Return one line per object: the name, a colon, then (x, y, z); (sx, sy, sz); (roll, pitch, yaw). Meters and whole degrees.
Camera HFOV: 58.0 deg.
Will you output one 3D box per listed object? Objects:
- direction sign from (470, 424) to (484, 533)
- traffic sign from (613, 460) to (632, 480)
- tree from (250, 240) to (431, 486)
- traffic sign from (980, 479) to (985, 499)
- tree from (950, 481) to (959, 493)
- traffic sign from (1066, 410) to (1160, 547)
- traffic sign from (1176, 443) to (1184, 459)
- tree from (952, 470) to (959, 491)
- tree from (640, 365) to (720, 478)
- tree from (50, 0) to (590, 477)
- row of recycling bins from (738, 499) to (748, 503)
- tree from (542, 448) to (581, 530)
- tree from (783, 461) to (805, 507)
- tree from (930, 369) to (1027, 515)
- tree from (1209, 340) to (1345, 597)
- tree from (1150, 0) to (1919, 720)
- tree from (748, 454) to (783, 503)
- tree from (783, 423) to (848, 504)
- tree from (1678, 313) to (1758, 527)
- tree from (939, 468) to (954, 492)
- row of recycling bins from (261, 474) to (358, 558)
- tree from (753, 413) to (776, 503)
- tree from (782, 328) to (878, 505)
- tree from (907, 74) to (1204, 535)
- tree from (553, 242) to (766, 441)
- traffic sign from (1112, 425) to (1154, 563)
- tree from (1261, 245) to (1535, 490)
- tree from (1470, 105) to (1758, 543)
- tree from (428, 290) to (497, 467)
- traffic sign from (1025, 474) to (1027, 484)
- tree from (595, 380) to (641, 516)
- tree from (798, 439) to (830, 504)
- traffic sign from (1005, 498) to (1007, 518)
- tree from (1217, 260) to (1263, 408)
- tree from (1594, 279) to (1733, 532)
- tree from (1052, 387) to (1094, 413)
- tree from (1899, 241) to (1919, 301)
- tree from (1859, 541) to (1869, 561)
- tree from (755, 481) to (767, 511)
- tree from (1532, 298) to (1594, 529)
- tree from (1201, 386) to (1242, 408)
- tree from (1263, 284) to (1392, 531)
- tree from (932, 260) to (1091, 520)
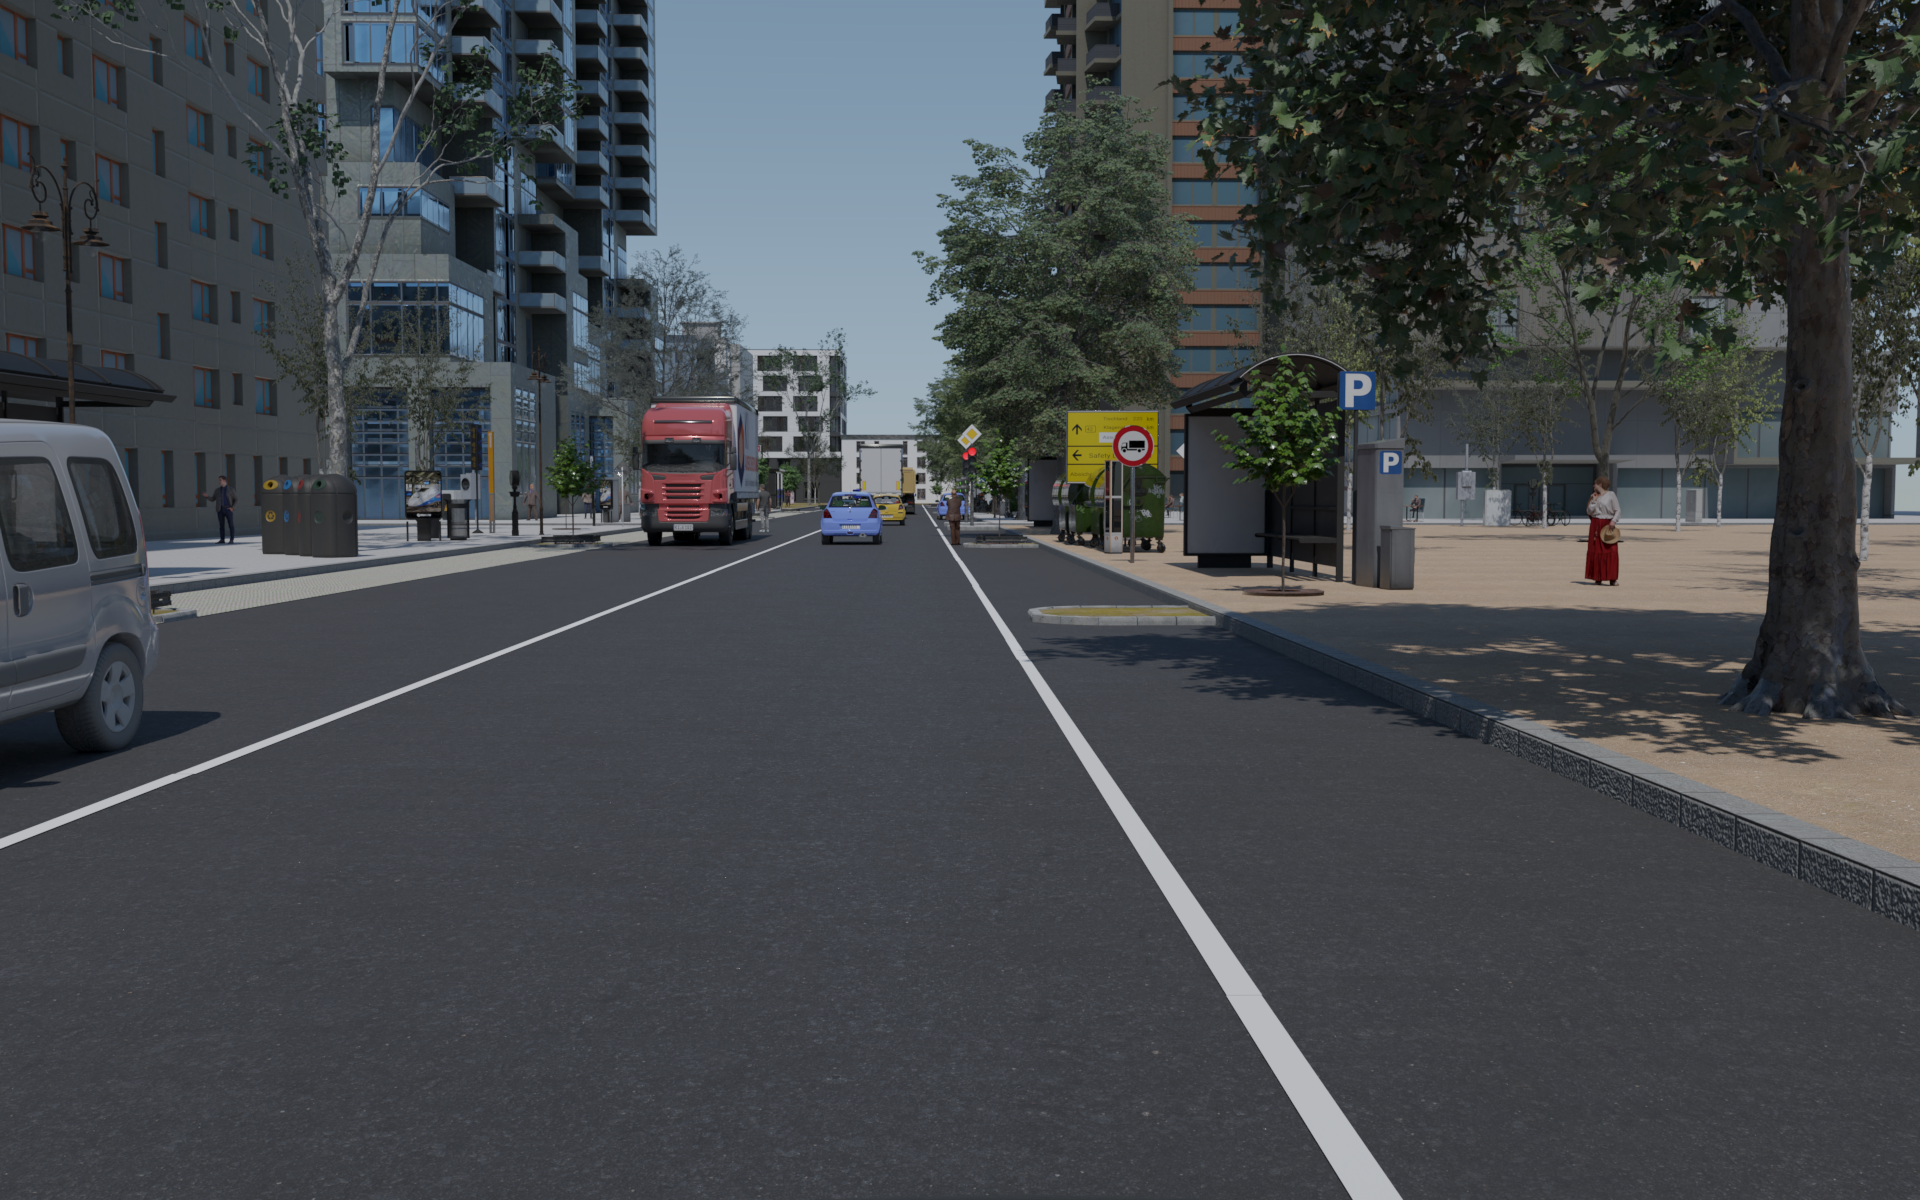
direction sign: (-15.741, -3.941, 56.433); (0.379, 3.537, 0.876); (0, 4, 7)
traffic sign: (-13.202, -4.158, 67.716); (0.795, 2.593, 0.064); (0, 4, 6)
tree: (-18.674, -6.168, 51.217); (4.360, 8.622, 3.978); (0, 3, 0)
traffic sign: (1.790, -7.824, 128.021); (0.768, 2.556, 0.104); (0, 4, 6)
tree: (-0.438, -12.786, 203.659); (1.663, 3.219, 1.824); (0, 3, 0)
traffic sign: (3.707, -2.951, 42.126); (2.265, 3.308, 0.079); (0, 4, 5)
traffic sign: (5.013, -2.274, 36.906); (0.795, 2.593, 0.064); (0, 4, 1)
tree: (0.200, -15.081, 196.930); (4.737, 8.622, 4.395); (0, 3, 0)
tree: (-14.594, -8.903, 95.919); (4.360, 8.622, 3.978); (0, 3, 0)
tree: (-12.887, -11.039, 36.378); (12.611, 20.169, 13.585); (0, 3, 0)
row of recycling bins: (-15.982, -7.388, 127.911); (1.069, 1.692, 3.534); (0, 4, -7)
tree: (-14.306, -4.139, 62.281); (1.663, 3.219, 1.824); (0, 3, 0)
tree: (-17.058, -11.510, 171.905); (4.285, 4.588, 4.351); (0, 3, 0)
tree: (2.044, -10.562, 107.104); (8.767, 10.594, 7.601); (1, 4, 12)
tree: (3.992, -1.676, 22.004); (1.663, 3.219, 1.824); (0, 3, 0)
tree: (5.059, -5.693, 10.092); (9.611, 12.733, 9.660); (0, 3, 0)
tree: (-14.961, -8.448, 121.838); (4.285, 4.588, 4.351); (0, 3, 0)
tree: (-18.663, -17.914, 227.301); (8.767, 10.594, 7.601); (-2, 4, -35)
tree: (29.612, -7.140, 67.099); (4.737, 8.622, 4.395); (0, 3, 0)
tree: (-1.197, -16.623, 222.140); (4.360, 8.622, 3.978); (0, 3, 0)
row of recycling bins: (-13.563, -1.775, 36.133); (1.069, 1.692, 3.534); (-3, 5, -42)
tree: (-18.157, -12.224, 150.221); (4.360, 8.622, 3.978); (0, 3, 0)
tree: (-15.833, -20.807, 196.089); (12.611, 20.169, 13.585); (0, 3, 0)
tree: (3.218, -9.047, 54.571); (9.857, 13.997, 8.962); (0, 3, 0)
tree: (-14.618, -10.681, 85.007); (12.009, 13.543, 11.850); (0, 3, 0)
traffic sign: (3.200, -1.956, 32.093); (0.768, 2.556, 0.104); (0, 4, 2)
tree: (9.516, -5.336, 37.604); (4.360, 8.622, 3.978); (0, 3, 0)
tree: (16.888, -7.320, 45.433); (9.928, 11.665, 9.643); (0, 3, 0)
tree: (-18.662, -6.766, 60.986); (4.360, 8.622, 3.978); (0, 3, 0)
traffic sign: (3.324, -5.568, 91.138); (0.768, 2.556, 0.104); (0, 4, 2)
tree: (-19.341, -9.349, 103.211); (4.360, 8.622, 3.978); (0, 3, 0)
tree: (-18.311, -16.381, 218.193); (4.360, 8.622, 3.978); (0, 3, 0)
traffic sign: (2.431, -5.618, 91.954); (0.768, 2.556, 0.104); (0, 3, 0)
tree: (8.991, -5.828, 45.644); (4.360, 8.622, 3.978); (0, 3, 0)
tree: (24.592, -6.615, 58.512); (4.360, 8.622, 3.978); (0, 3, 0)
tree: (6.793, -8.671, 92.141); (4.737, 8.622, 4.395); (0, 3, 0)
tree: (11.684, -4.233, 19.577); (4.737, 8.622, 4.395); (0, 3, 0)
tree: (17.447, -5.064, 33.151); (4.360, 8.622, 3.978); (0, 3, 0)
tree: (-15.809, -8.422, 132.307); (1.663, 3.219, 1.824); (0, 3, 0)
tree: (21.468, -6.954, 64.052); (4.360, 8.622, 3.978); (0, 3, 0)
tree: (16.857, -9.790, 110.429); (4.737, 8.622, 4.395); (0, 3, 0)
tree: (13.550, -6.759, 60.878); (4.737, 8.622, 4.395); (0, 3, 0)
tree: (3.069, -10.129, 83.742); (7.486, 12.596, 7.792); (0, 3, 0)
